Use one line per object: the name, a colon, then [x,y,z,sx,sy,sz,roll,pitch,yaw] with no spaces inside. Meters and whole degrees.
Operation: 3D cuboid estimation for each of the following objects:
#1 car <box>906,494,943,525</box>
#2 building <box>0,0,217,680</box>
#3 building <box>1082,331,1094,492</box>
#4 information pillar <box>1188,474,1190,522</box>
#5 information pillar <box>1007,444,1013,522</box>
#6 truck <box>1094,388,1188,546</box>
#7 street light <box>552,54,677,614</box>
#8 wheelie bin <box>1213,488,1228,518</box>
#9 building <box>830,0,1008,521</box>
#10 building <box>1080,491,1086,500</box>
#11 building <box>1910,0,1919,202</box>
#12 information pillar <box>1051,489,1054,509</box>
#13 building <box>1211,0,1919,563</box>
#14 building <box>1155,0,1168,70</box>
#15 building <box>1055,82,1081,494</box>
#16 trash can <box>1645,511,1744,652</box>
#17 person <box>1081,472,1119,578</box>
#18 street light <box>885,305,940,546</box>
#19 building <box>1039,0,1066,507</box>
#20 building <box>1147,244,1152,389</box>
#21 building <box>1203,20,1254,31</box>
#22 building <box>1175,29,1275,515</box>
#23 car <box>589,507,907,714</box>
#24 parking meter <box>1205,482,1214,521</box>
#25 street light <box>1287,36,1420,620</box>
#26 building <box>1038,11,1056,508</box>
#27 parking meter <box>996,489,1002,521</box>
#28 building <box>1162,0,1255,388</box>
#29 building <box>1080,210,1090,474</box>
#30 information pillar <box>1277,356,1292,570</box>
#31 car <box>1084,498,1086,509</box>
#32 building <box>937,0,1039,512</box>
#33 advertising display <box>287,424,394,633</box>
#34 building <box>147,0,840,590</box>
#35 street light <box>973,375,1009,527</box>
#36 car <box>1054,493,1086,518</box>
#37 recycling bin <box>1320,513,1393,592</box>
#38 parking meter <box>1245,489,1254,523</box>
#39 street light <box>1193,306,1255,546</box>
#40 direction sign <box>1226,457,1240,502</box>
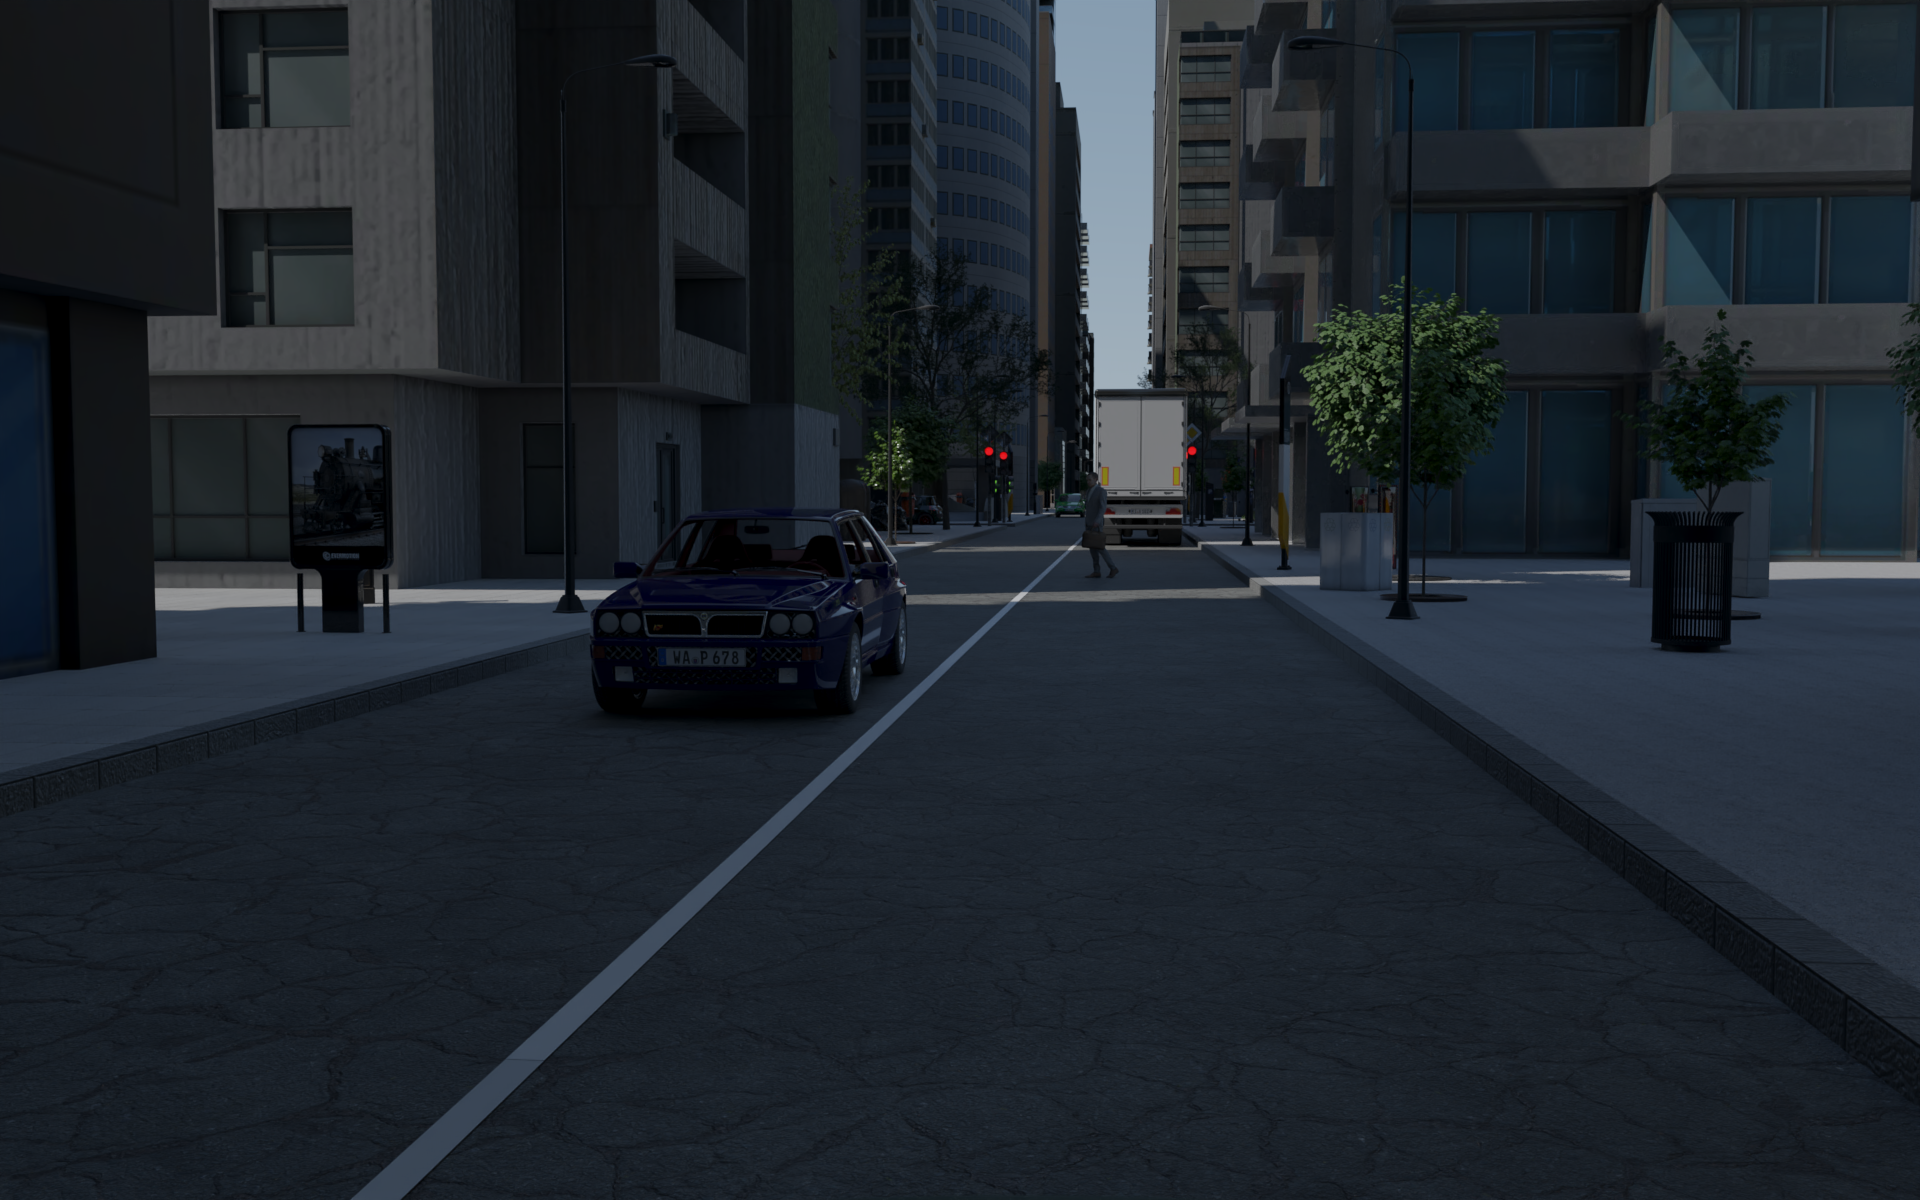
car: [-2.730,-3.846,72.663,4.222,1.686,2.009,0,4,6]
building: [-13.481,-21.780,6.210,14.600,45.320,14.200,0,4,6]
building: [15.969,-32.246,298.923,14.160,30.474,14.107,0,4,6]
information pillar: [10.772,-5.461,80.640,0.183,3.616,0.504,-1,4,-16]
information pillar: [2.317,-5.409,79.787,0.183,3.616,0.504,-1,4,-18]
truck: [5.366,-3.835,51.616,2.839,4.237,11.283,0,4,6]
street light: [-3.684,-2.812,18.517,1.470,5.913,1.316,0,4,6]
wheelie bin: [13.800,-5.153,92.157,0.980,1.594,0.693,2,4,32]
building: [-14.060,-24.303,89.242,32.217,40.220,23.993,0,4,6]
building: [1.982,-34.098,249.380,32.217,40.220,23.993,0,4,6]
building: [40.879,-22.735,55.310,14.086,41.232,14.154,0,4,6]
information pillar: [8.132,-9.032,152.170,0.304,2.012,0.304,0,4,-5]
building: [19.082,-26.014,44.930,23.786,49.044,30.456,0,4,6]
building: [31.511,-39.452,187.042,21.231,58.520,28.212,0,4,6]
building: [3.563,-35.782,208.735,21.300,48.544,21.600,0,4,6]
trash can: [6.010,-0.157,14.215,0.748,1.137,0.748,0,3,0]
person: [2.307,-1.284,29.612,0.853,1.813,0.709,-2,4,-33]
street light: [-1.188,-4.295,42.758,1.470,5.913,1.316,0,4,6]
building: [0.290,-53.141,181.519,22.319,86.520,31.000,0,4,6]
building: [42.874,-39.086,293.683,22.147,44.769,28.867,0,4,6]
building: [31.176,-27.242,137.291,32.217,40.220,23.993,0,4,6]
building: [20.900,-20.780,111.462,14.160,30.474,14.107,0,4,6]
car: [-1.415,0.000,12.581,1.945,1.354,3.894,0,4,5]
parking meter: [11.942,-4.717,82.834,0.399,1.863,0.255,0,4,-5]
street light: [4.021,-2.762,17.707,1.470,5.913,1.316,0,4,6]
building: [1.577,-31.185,159.986,14.600,45.320,14.200,0,4,6]
parking meter: [1.798,-4.504,82.053,0.372,1.533,0.369,0,3,0]
building: [29.932,-32.950,162.441,21.300,48.544,21.600,0,4,6]
building: [9.274,-40.159,276.203,23.786,49.044,30.456,0,4,6]
information pillar: [5.468,-2.313,29.180,0.183,3.616,0.504,1,4,23]
car: [13.018,-9.511,167.510,2.014,1.417,4.499,0,4,8]
building: [-5.496,-35.708,125.827,21.231,58.520,28.212,0,4,6]
advertising display: [-5.719,-0.660,16.005,0.974,1.923,0.123,1,4,9]
building: [-10.125,-15.710,28.553,14.160,30.474,14.107,0,4,6]
street light: [1.217,-5.800,67.377,1.470,5.913,1.316,0,4,6]
car: [6.802,-5.988,106.706,1.959,1.807,4.718,0,4,5]
recycling bin: [5.313,-0.652,23.219,0.722,1.027,0.722,3,5,45]
parking meter: [12.752,-4.154,76.324,0.372,1.533,0.369,0,3,0]
street light: [6.578,-4.296,42.788,1.470,5.913,1.316,0,4,6]
direction sign: [16.527,-6.909,104.958,0.876,3.537,0.379,-1,4,-13]
